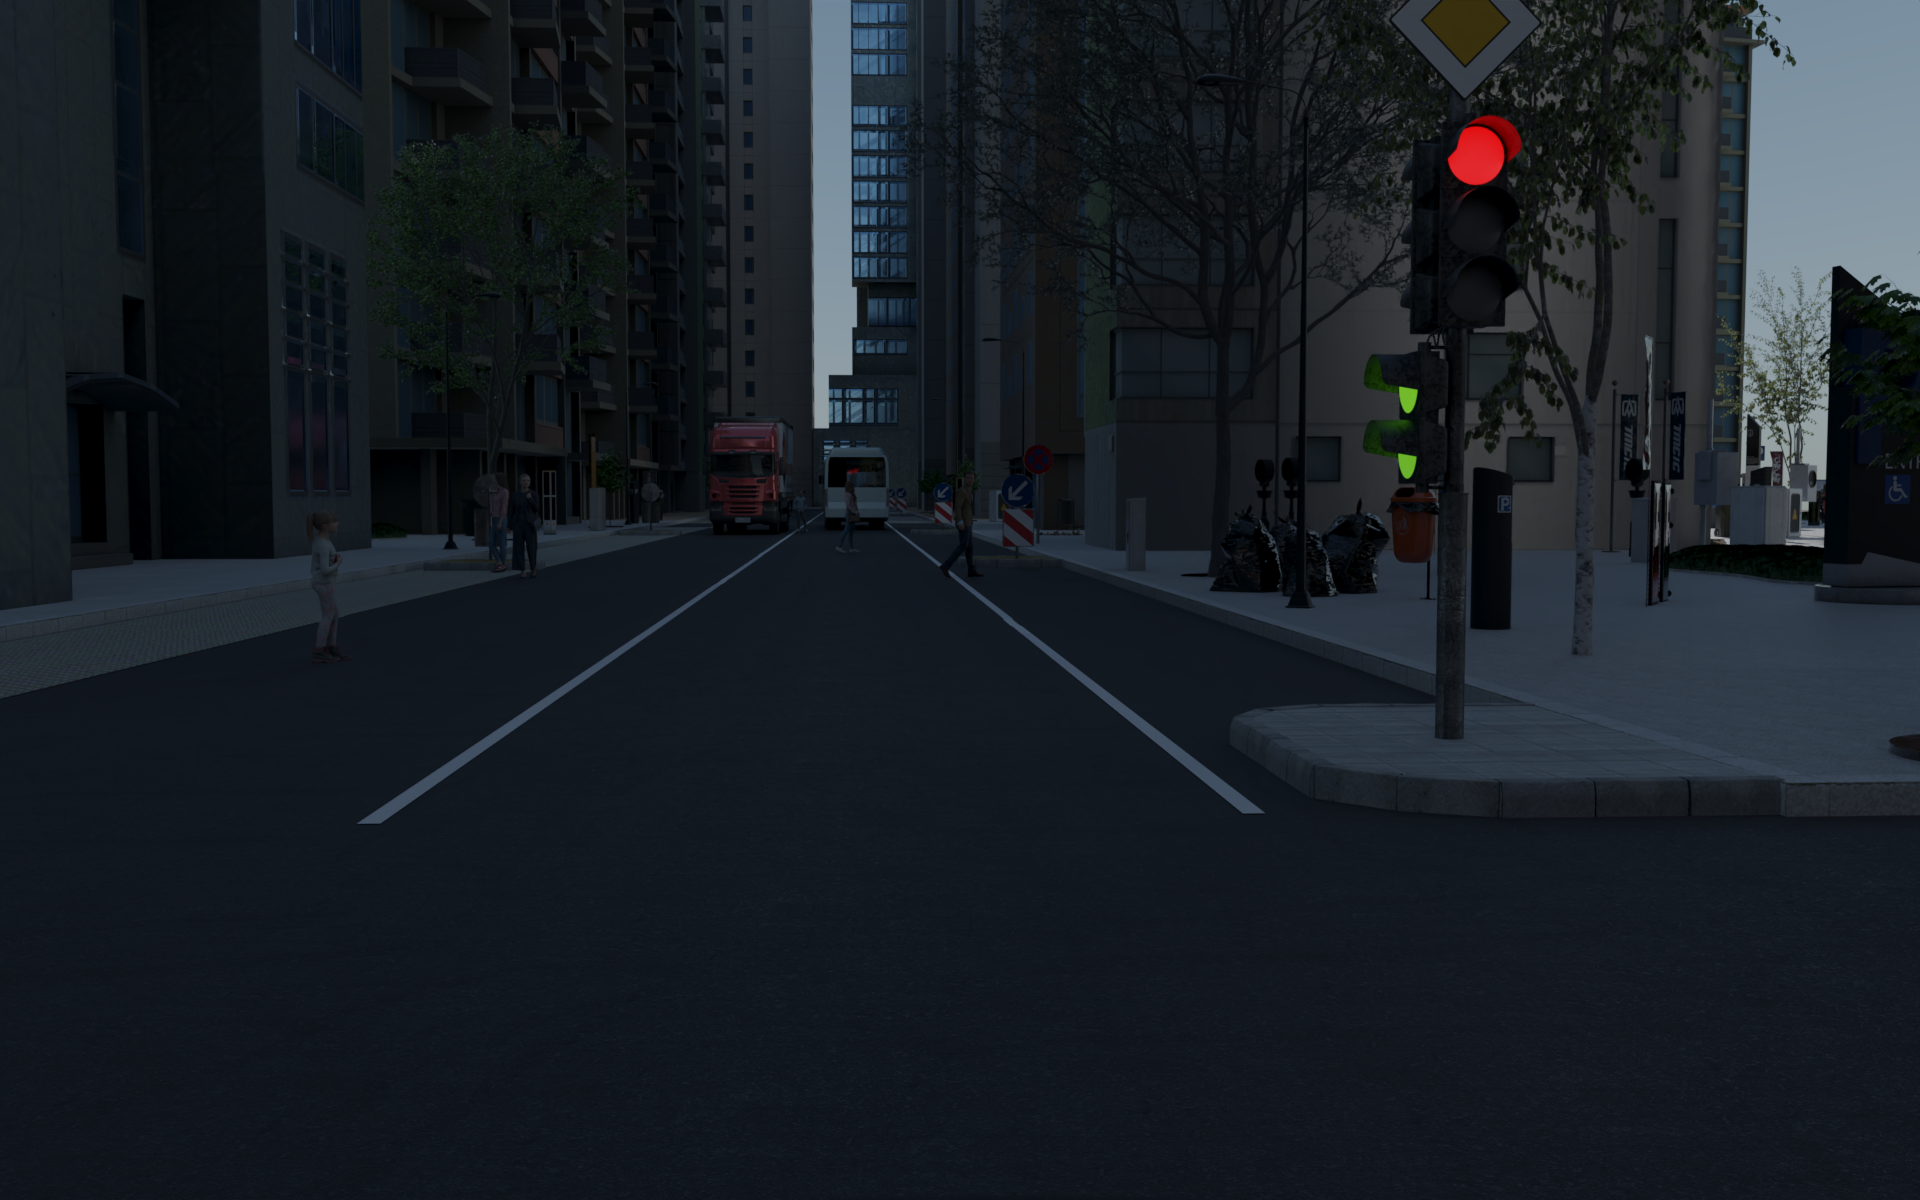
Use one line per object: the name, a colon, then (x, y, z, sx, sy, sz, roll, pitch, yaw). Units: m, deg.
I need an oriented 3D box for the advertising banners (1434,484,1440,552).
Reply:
advertising banners: (10.474, -2.530, 37.548, 0.090, 3.025, 2.074, 0, 4, -2)

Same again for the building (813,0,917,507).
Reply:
building: (0.430, -52.965, 178.657, 31.000, 86.520, 22.319, 0, 4, -4)

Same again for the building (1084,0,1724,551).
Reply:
building: (10.078, -22.109, 45.085, 14.154, 41.232, 14.086, 0, 4, -4)

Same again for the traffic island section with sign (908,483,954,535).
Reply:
traffic island section with sign: (-0.749, -3.247, 61.720, 1.989, 1.847, 2.006, 0, 4, -4)

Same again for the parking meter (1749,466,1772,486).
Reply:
parking meter: (17.048, -1.909, 36.917, 0.255, 1.863, 0.399, -2, 4, -27)

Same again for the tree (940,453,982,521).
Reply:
tree: (0.181, -5.355, 82.149, 1.663, 3.219, 1.824, 0, 3, 0)

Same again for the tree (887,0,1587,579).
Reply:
tree: (4.158, -7.098, 26.427, 12.009, 13.543, 11.850, 0, 3, 0)

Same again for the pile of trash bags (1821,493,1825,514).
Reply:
pile of trash bags: (34.455, -3.443, 66.048, 1.912, 1.369, 3.447, -2, 4, -28)

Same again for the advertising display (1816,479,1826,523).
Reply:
advertising display: (38.120, -4.341, 76.186, 0.974, 1.923, 0.123, 1, 4, 23)

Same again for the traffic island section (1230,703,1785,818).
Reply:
traffic island section: (2.597, 0.805, 9.117, 2.009, 0.180, 2.903, 0, 4, -4)

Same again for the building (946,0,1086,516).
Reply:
building: (6.292, -28.965, 123.691, 14.600, 45.320, 14.200, 0, 4, -4)

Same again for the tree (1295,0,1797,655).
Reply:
tree: (4.763, -3.874, 13.698, 4.360, 8.622, 3.978, 0, 3, 0)

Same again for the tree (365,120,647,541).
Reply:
tree: (-12.741, -7.449, 47.544, 9.928, 11.665, 9.643, 0, 3, 0)

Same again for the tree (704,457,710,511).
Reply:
tree: (-18.778, -9.085, 132.248, 4.285, 4.588, 4.351, 0, 3, 0)

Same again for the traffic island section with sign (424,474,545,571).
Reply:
traffic island section with sign: (-9.007, -1.493, 33.039, 1.989, 1.847, 2.006, 0, 4, -4)

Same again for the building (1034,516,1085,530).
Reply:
building: (9.066, -25.500, 67.042, 14.600, 45.320, 14.200, 0, 4, -4)

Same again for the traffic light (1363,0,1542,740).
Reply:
traffic light: (2.556, -1.228, 9.000, 0.839, 4.253, 0.868, 0, 4, -4)

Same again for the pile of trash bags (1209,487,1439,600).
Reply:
pile of trash bags: (4.781, -0.758, 22.143, 1.912, 1.369, 3.447, -2, 4, -31)

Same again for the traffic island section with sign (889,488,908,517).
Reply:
traffic island section with sign: (-3.870, -6.244, 110.711, 1.989, 1.847, 2.006, 0, 4, -4)

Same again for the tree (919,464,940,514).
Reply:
tree: (-1.525, -7.188, 112.125, 1.663, 3.219, 1.824, 0, 3, 0)

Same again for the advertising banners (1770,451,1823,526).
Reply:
advertising banners: (33.913, -4.530, 70.261, 2.074, 3.025, 0.090, 1, 4, 10)

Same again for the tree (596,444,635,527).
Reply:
tree: (-13.404, -4.423, 66.918, 1.663, 3.219, 1.824, 0, 3, 0)

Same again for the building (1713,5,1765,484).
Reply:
building: (53.732, -30.394, 151.560, 28.867, 44.769, 22.147, 0, 4, -4)

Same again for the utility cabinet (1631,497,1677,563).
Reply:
utility cabinet: (12.900, -1.289, 32.237, 0.306, 1.237, 1.020, -1, 4, -11)

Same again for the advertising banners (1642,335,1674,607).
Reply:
advertising banners: (8.047, -1.456, 20.000, 0.090, 3.025, 2.074, 2, 4, 31)

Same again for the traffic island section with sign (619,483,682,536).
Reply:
traffic island section with sign: (-10.749, -3.160, 60.299, 1.989, 1.847, 2.006, 0, 4, -4)

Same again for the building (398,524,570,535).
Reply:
building: (-25.652, -25.143, 65.710, 22.147, 44.769, 28.867, 0, 4, -4)

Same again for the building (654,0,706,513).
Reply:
building: (-25.271, -26.612, 118.707, 14.154, 41.232, 14.086, 0, 4, -4)

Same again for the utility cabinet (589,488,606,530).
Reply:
utility cabinet: (-12.690, -3.176, 60.602, 0.318, 1.500, 1.173, 0, 4, 2)

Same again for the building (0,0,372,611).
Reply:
building: (-22.132, -43.413, 22.478, 22.319, 86.520, 31.000, 0, 4, -4)

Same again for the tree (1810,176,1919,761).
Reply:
tree: (4.998, -0.845, 8.412, 1.663, 3.219, 1.824, 0, 3, 0)

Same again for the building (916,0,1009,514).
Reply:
building: (6.845, -36.869, 144.813, 21.231, 58.520, 28.212, 0, 4, -4)

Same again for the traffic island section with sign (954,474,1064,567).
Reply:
traffic island section with sign: (0.981, -1.599, 34.766, 1.989, 1.847, 2.006, 0, 4, -4)

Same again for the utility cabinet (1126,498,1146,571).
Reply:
utility cabinet: (2.962, -1.108, 29.275, 0.306, 1.237, 1.020, 0, 4, 3)

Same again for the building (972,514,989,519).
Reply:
building: (10.633, -34.272, 102.354, 21.231, 58.520, 28.212, 0, 4, -4)

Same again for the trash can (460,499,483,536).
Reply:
trash can: (-14.810, -2.506, 52.634, 0.748, 1.137, 0.748, 0, 3, 0)

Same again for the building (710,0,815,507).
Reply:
building: (-29.064, -38.827, 176.823, 28.212, 58.520, 21.231, 0, 4, -4)

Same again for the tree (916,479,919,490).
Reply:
tree: (-2.350, -7.664, 119.914, 1.663, 3.219, 1.824, 0, 3, 0)

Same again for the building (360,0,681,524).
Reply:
building: (-27.669, -27.055, 96.968, 22.147, 44.769, 28.867, 0, 4, -4)

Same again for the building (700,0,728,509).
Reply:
building: (-35.180, -32.105, 144.528, 30.456, 49.044, 23.786, 0, 4, -4)
